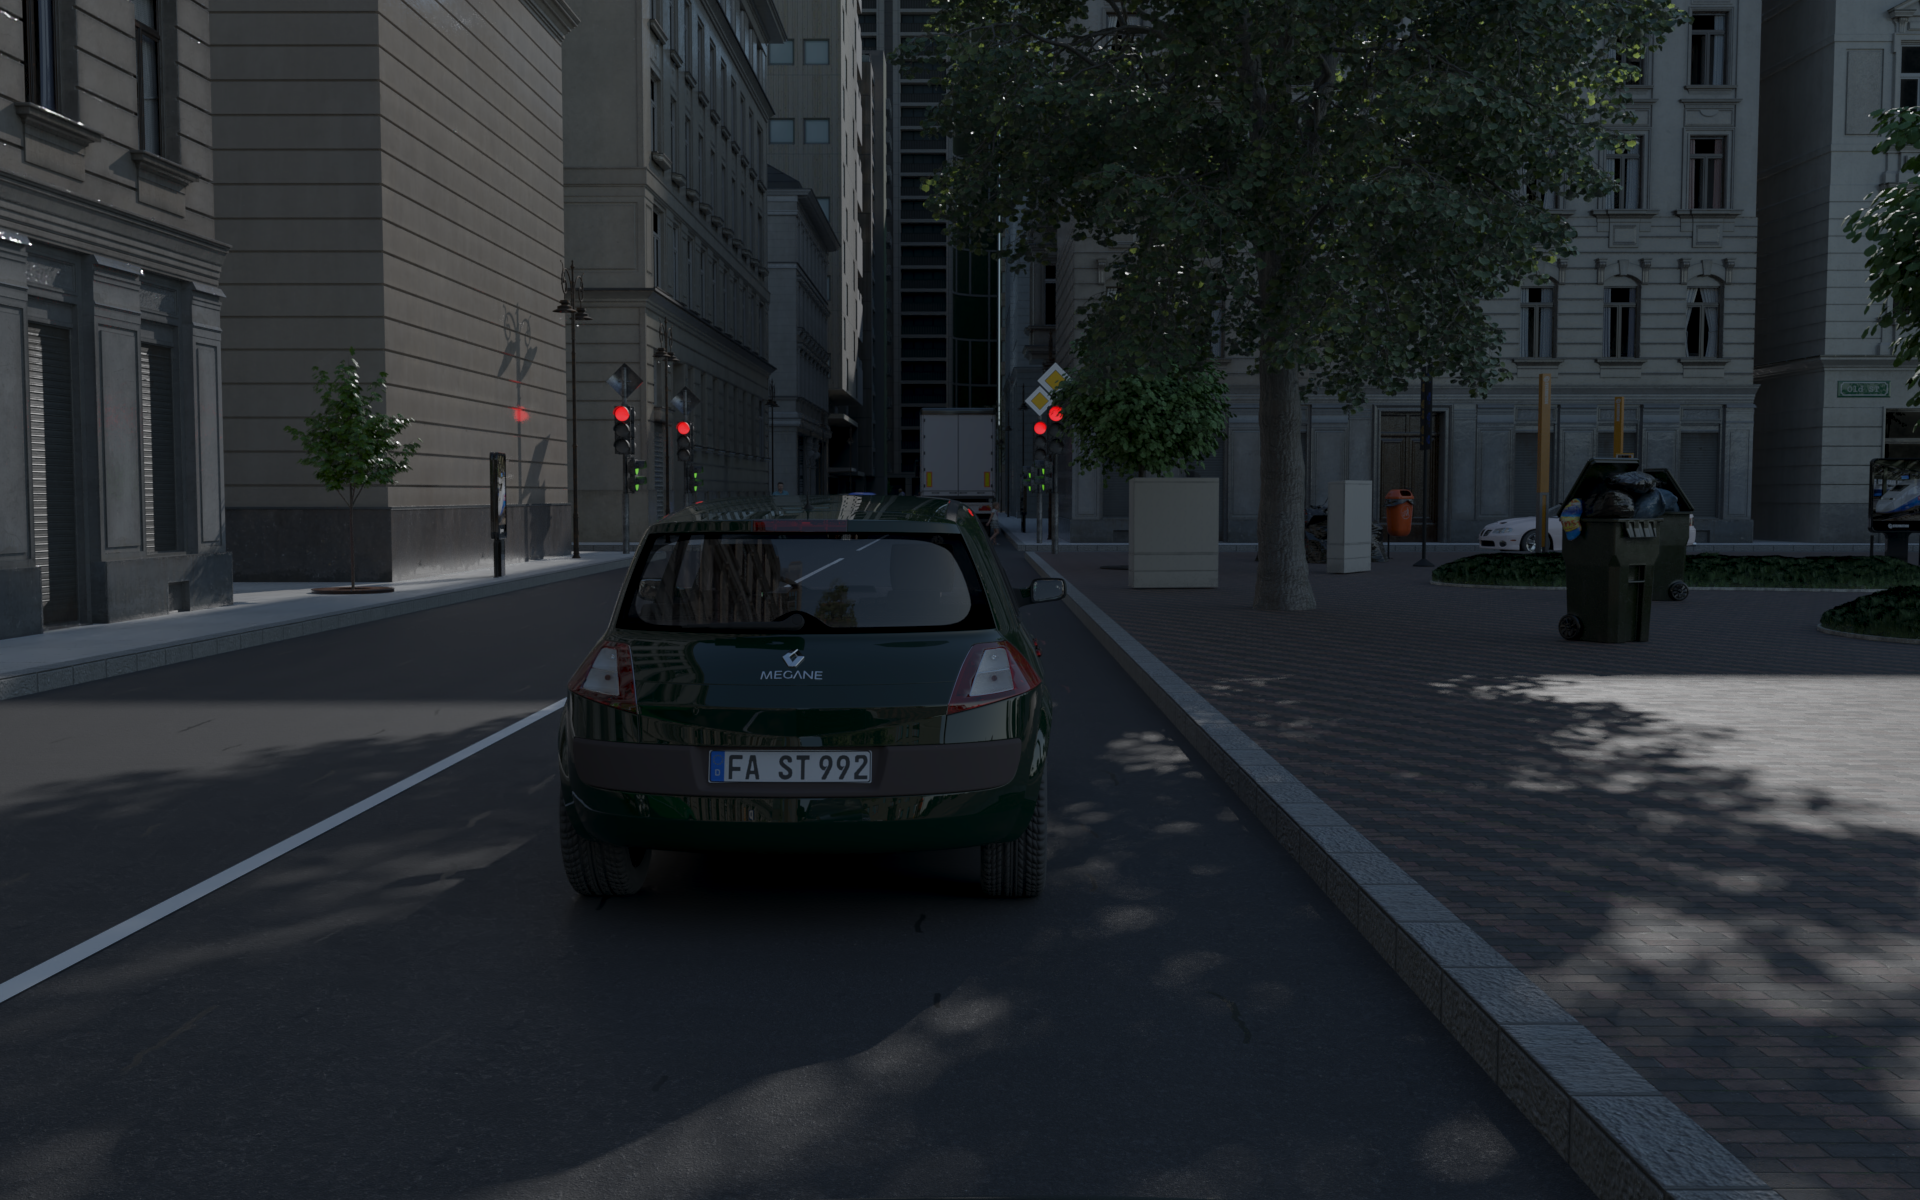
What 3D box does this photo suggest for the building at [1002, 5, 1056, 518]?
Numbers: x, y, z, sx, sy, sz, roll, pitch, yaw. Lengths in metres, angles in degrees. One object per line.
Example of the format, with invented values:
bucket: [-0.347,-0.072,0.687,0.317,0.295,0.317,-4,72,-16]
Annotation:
building: [8.439,-20.024,104.878,11.434,29.767,29.804,0,4,0]

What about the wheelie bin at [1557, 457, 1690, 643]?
wheelie bin: [5.711,-0.441,15.126,0.980,1.594,0.693,-2,4,-30]

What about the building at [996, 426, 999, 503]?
building: [14.732,-51.506,154.798,22.319,86.520,31.000,0,4,0]

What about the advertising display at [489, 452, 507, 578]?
advertising display: [-7.176,-1.329,26.946,0.123,1.923,0.974,0,4,-7]

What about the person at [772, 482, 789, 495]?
person: [-5.721,-2.876,55.544,0.660,1.820,0.620,-1,4,-21]

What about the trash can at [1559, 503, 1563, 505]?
trash can: [10.211,-1.027,28.443,0.748,1.137,0.748,0,3,0]

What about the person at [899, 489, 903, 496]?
person: [-4.349,-7.184,126.040,0.705,1.814,1.350,-1,4,-20]

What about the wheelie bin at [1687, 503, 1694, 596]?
wheelie bin: [8.423,-0.799,20.973,0.693,1.594,0.980,0,4,-3]

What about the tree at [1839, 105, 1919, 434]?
tree: [7.443,-1.677,11.135,4.285,4.588,4.351,0,3,0]

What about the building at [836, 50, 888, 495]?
building: [-13.898,-28.835,155.043,14.154,41.232,14.086,0,4,0]

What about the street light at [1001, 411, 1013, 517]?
street light: [2.679,-7.536,96.000,0.468,5.910,1.993,0,4,0]

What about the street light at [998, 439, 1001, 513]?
street light: [2.849,-8.991,119.795,0.468,5.910,1.993,0,4,0]

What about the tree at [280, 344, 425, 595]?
tree: [-7.860,-1.700,22.400,1.663,3.219,1.824,0,3,0]

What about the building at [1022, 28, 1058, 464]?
building: [9.902,-15.519,72.823,14.460,24.649,34.723,0,4,0]

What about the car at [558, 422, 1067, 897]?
car: [-0.515,0.136,7.560,2.009,1.686,4.222,0,4,1]

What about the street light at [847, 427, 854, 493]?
street light: [-7.368,-8.818,116.963,0.468,5.910,1.993,0,4,0]

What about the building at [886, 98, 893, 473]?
building: [-22.654,-34.527,184.131,30.456,49.044,23.786,0,4,0]

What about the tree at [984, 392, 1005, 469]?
tree: [3.653,-10.607,123.780,4.360,8.622,3.978,0,3,0]

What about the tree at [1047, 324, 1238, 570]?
tree: [3.127,-2.818,29.786,4.285,4.588,4.351,0,3,0]

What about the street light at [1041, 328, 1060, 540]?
street light: [2.527,-4.628,48.449,0.468,5.910,1.993,0,4,0]

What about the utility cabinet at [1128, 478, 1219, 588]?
utility cabinet: [2.892,-0.906,23.484,1.173,1.500,0.318,0,4,-8]

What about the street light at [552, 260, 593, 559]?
street light: [-7.651,-3.766,34.362,0.468,5.910,1.993,0,4,0]

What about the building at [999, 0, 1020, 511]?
building: [10.052,-27.529,133.699,14.154,41.232,14.086,0,4,0]

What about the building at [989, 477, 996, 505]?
building: [19.270,-30.077,183.638,32.217,40.220,23.993,0,4,0]

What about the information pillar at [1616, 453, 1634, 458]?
information pillar: [11.983,-1.639,31.286,0.304,2.012,0.304,1,4,21]

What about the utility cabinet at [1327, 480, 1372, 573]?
utility cabinet: [6.322,-1.191,28.151,0.318,1.500,1.173,2,4,34]

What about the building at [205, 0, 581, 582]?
building: [-20.341,-14.245,30.164,25.104,27.353,12.463,0,4,0]

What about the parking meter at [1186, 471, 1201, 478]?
parking meter: [5.975,-2.363,44.344,0.255,1.863,0.399,2,4,33]

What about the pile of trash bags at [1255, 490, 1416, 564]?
pile of trash bags: [7.443,-1.439,33.277,3.447,1.369,1.912,-2,4,-34]

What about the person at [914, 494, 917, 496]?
person: [-4.967,-10.873,189.463,0.799,1.438,0.628,1,4,21]

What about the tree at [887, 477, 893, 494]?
tree: [-7.004,-10.503,166.319,1.663,3.219,1.824,0,3,0]

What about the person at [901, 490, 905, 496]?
person: [-5.455,-9.354,161.306,0.599,1.838,0.709,3,4,36]

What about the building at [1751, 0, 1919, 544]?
building: [43.774,-16.846,51.841,44.131,29.872,17.030,0,4,0]

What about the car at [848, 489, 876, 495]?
car: [-4.189,-3.937,73.963,1.945,1.707,3.694,0,4,2]

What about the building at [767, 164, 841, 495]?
building: [-13.226,-14.932,95.055,10.553,20.767,40.483,0,4,0]

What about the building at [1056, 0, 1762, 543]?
building: [11.822,-12.244,49.344,18.267,20.994,9.793,0,4,0]

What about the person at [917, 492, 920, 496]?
person: [-4.696,-11.457,196.735,0.541,1.710,0.530,-2,4,-34]

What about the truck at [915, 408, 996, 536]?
truck: [-0.204,-4.475,62.084,2.839,4.237,11.283,0,4,-1]

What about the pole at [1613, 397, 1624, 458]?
pole: [13.798,-2.599,36.336,0.158,3.312,0.155,0,3,0]

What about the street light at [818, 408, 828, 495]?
street light: [-7.366,-7.364,93.188,0.468,5.910,1.993,0,4,0]

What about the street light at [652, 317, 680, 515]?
street light: [-7.662,-4.434,45.277,0.468,5.910,1.993,0,4,0]

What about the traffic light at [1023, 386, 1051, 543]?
traffic light: [2.050,-3.430,45.005,0.839,4.253,0.868,0,4,0]

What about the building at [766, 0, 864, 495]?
building: [-21.570,-33.269,133.184,28.713,52.752,27.495,0,4,0]

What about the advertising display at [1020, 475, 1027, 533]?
advertising display: [2.112,-3.205,57.607,0.123,1.923,0.974,0,4,-4]

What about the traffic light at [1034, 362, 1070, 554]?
traffic light: [2.017,-2.942,37.020,0.839,4.253,0.868,0,4,0]

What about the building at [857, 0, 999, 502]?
building: [-5.477,-47.332,212.131,20.611,71.187,20.563,0,4,0]

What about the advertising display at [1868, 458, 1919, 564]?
advertising display: [16.793,-1.578,31.019,0.974,1.923,0.123,0,4,4]

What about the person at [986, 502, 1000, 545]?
person: [0.939,-2.159,48.807,0.382,1.210,0.505,0,4,5]

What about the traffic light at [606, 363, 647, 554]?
traffic light: [-7.144,-2.943,37.041,0.839,4.253,0.868,0,4,0]

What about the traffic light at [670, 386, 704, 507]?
traffic light: [-7.112,-3.432,45.026,0.839,4.253,0.868,0,4,0]

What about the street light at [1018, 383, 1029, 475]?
street light: [2.636,-6.082,72.224,0.468,5.910,1.993,0,4,0]

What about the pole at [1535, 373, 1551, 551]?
pole: [9.900,-2.175,29.405,0.158,3.312,0.155,0,3,0]

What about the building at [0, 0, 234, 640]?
building: [-13.125,-9.869,10.513,9.793,20.994,18.267,0,4,0]

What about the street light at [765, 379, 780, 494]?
street light: [-7.511,-5.910,69.413,0.468,5.910,1.993,0,4,0]

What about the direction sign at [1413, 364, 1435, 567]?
direction sign: [8.219,-2.361,30.592,0.379,3.537,0.876,0,4,4]

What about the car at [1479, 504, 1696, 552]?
car: [14.506,-1.700,40.155,4.827,1.381,2.083,0,4,-1]

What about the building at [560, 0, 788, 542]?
building: [-15.464,-13.837,59.515,16.112,22.955,30.059,0,4,0]

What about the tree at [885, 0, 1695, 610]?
tree: [3.615,-6.865,18.897,9.857,13.997,8.962,0,3,0]
